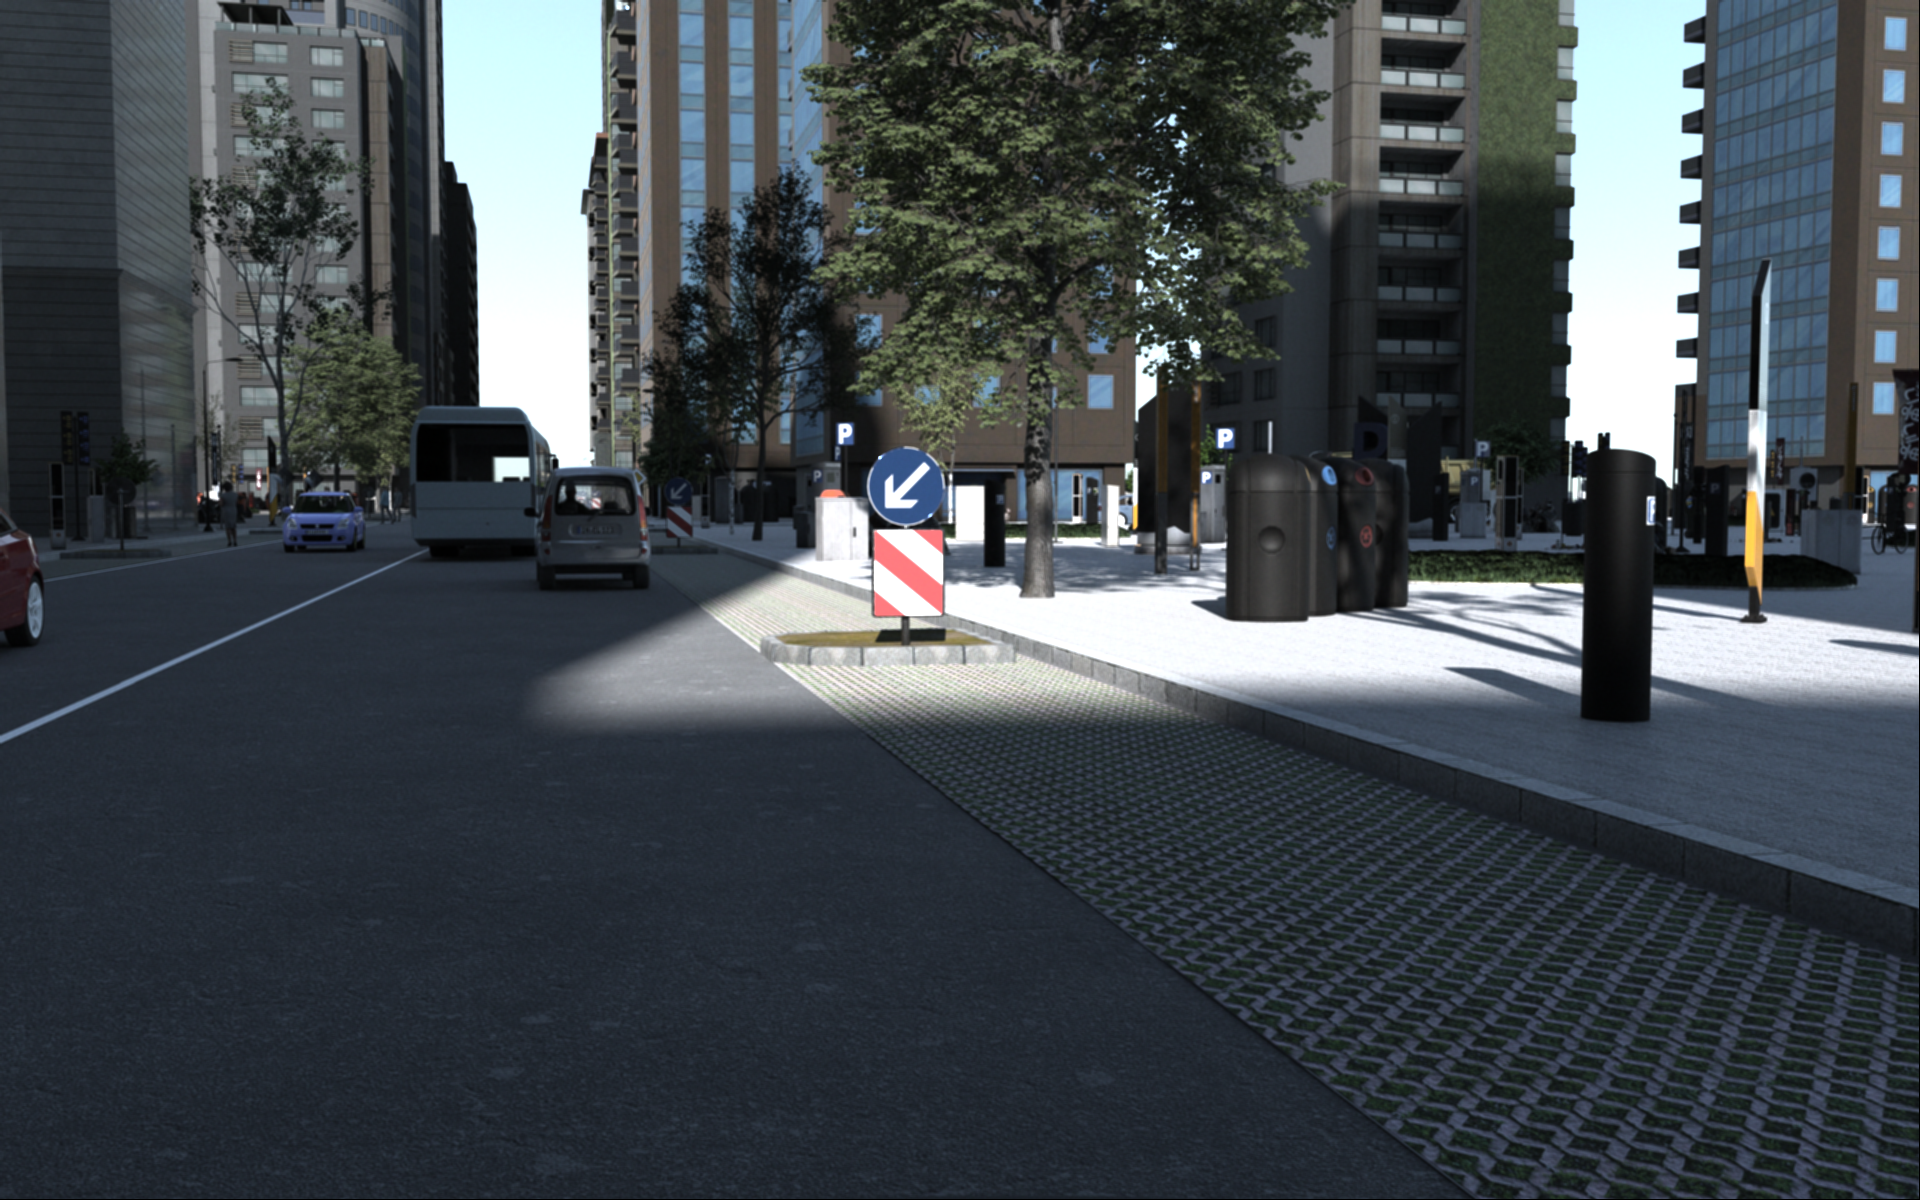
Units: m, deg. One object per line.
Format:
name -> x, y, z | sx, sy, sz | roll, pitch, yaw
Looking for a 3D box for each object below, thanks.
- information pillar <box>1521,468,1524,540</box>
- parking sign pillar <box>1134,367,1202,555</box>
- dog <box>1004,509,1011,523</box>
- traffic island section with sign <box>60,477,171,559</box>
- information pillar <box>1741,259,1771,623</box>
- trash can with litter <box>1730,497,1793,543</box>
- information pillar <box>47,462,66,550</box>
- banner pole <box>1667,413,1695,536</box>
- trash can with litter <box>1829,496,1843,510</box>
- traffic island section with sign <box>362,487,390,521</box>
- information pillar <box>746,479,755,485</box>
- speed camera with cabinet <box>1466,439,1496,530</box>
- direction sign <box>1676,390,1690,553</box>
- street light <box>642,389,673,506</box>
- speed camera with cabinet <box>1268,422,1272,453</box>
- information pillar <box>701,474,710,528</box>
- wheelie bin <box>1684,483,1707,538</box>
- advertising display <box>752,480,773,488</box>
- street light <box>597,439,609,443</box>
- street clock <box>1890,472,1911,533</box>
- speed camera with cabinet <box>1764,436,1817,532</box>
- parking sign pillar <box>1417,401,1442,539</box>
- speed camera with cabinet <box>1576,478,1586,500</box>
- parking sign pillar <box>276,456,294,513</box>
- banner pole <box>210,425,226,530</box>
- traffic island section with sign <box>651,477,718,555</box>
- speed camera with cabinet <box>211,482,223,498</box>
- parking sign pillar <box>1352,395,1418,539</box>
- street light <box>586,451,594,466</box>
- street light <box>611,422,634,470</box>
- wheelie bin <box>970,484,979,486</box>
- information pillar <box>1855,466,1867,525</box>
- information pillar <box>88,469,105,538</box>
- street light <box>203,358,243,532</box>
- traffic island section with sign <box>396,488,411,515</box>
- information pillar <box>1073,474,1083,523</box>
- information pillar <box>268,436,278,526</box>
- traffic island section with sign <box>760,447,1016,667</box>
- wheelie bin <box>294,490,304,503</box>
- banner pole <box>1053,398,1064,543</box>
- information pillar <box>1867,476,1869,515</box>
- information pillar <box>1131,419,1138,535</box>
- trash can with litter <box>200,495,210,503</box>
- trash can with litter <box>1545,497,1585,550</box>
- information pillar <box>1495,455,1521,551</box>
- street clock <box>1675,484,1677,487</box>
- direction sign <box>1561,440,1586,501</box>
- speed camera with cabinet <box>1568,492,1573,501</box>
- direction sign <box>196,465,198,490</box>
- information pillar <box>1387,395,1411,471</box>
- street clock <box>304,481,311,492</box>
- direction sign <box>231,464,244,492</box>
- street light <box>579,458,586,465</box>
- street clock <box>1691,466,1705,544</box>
information pillar -> 15.513, -2.686, 48.404 | 0.304, 2.012, 0.304 | -1, 4, -16
parking sign pillar -> 4.468, -2.975, 37.119 | 1.447, 3.967, 1.447 | 3, 4, 36
dog -> 1.917, -3.466, 73.504 | 0.513, 0.831, 0.800 | 0, 3, 0
traffic island section with sign -> -18.931, -1.855, 38.963 | 1.989, 1.847, 2.006 | -1, 4, -13
information pillar -> 7.908, -1.579, 17.173 | 0.183, 3.616, 0.504 | 2, 4, 34
trash can with litter -> 21.294, -2.147, 46.161 | 1.678, 1.210, 2.233 | 2, 4, 33
information pillar -> -20.920, -2.179, 40.117 | 0.304, 2.012, 0.304 | -2, 4, -34
banner pole -> 22.256, -3.881, 53.471 | 0.401, 3.779, 0.863 | -2, 4, -35
trash can with litter -> 33.082, -3.375, 66.242 | 2.233, 1.210, 1.678 | 0, 4, 2
traffic island section with sign -> -31.456, -5.118, 92.299 | 1.989, 1.847, 2.006 | -1, 4, -13
information pillar -> -10.377, -4.981, 85.936 | 0.304, 2.012, 0.304 | 3, 5, 44
speed camera with cabinet -> 18.963, -4.106, 61.465 | 0.660, 3.252, 2.038 | -3, 4, -36
direction sign -> 15.855, -2.812, 37.974 | 0.379, 3.537, 0.876 | 2, 4, 27
street light -> -13.372, -6.384, 76.925 | 1.470, 5.913, 1.316 | -1, 4, -13
speed camera with cabinet -> 9.158, -3.232, 47.180 | 2.038, 3.252, 0.660 | 2, 4, 27
information pillar -> -9.539, -3.696, 64.918 | 0.304, 2.012, 0.304 | 0, 4, 1
wheelie bin -> 21.475, -2.589, 50.243 | 0.980, 1.594, 0.693 | -3, 5, -40
advertising display -> -9.318, -4.673, 81.619 | 0.974, 1.923, 0.123 | 0, 4, 2
street light -> -31.208, -11.009, 152.539 | 1.470, 5.913, 1.316 | -1, 4, -13
street clock -> 30.417, -3.143, 55.965 | 0.358, 2.002, 0.471 | -1, 4, -20
speed camera with cabinet -> 28.026, -3.951, 58.935 | 2.038, 3.252, 0.660 | 0, 4, -2
parking sign pillar -> 13.309, -3.778, 50.242 | 1.447, 3.967, 1.447 | -2, 4, -27
speed camera with cabinet -> 40.668, -7.247, 112.824 | 0.660, 3.252, 2.038 | 2, 4, 31
parking sign pillar -> -47.072, -8.071, 120.430 | 1.447, 3.967, 1.447 | -2, 4, -27
banner pole -> -26.697, -4.418, 62.251 | 0.401, 3.779, 0.863 | 0, 4, 3
traffic island section with sign -> -6.938, -2.026, 41.760 | 1.989, 1.847, 2.006 | -1, 4, -13
speed camera with cabinet -> -55.235, -8.222, 128.759 | 0.660, 3.252, 2.038 | -1, 4, -14
parking sign pillar -> 11.262, -3.568, 46.805 | 1.447, 3.967, 1.447 | -3, 5, -45
street light -> -39.283, -13.123, 187.100 | 1.470, 5.913, 1.316 | -1, 4, -13
street light -> -21.633, -8.512, 111.712 | 1.470, 5.913, 1.316 | -1, 4, -13
wheelie bin -> 0.435, -2.853, 54.555 | 0.693, 1.594, 0.980 | -1, 4, -22
information pillar -> 23.252, -2.478, 45.003 | 0.304, 2.012, 0.304 | 1, 4, 9
information pillar -> -25.332, -2.835, 50.839 | 0.304, 2.012, 0.304 | 3, 4, 38
street light -> -25.144, -5.294, 59.100 | 1.470, 5.913, 1.316 | -1, 4, -13
traffic island section with sign -> -37.659, -6.731, 118.678 | 1.989, 1.847, 2.006 | -1, 4, -13
information pillar -> 4.348, -3.639, 63.989 | 0.304, 2.012, 0.304 | 2, 4, 23
information pillar -> -27.704, -4.798, 69.797 | 0.183, 3.616, 0.504 | 1, 4, 8
traffic island section with sign -> -0.724, -0.407, 15.281 | 1.989, 1.847, 2.006 | -1, 4, -13
wheelie bin -> -48.562, -7.316, 127.522 | 0.980, 1.594, 0.693 | 0, 4, 8
banner pole -> 2.288, -3.383, 45.323 | 0.863, 3.779, 0.401 | 0, 4, 7
information pillar -> 37.681, -4.146, 72.283 | 0.304, 2.012, 0.304 | 0, 4, 7
information pillar -> 5.658, -3.864, 54.537 | 0.504, 3.616, 0.183 | -2, 4, -27
trash can with litter -> -45.767, -5.688, 104.055 | 2.233, 1.210, 1.678 | -1, 4, -23
trash can with litter -> 14.707, -1.789, 40.309 | 2.233, 1.210, 1.678 | 1, 4, 11
information pillar -> 10.418, -1.744, 33.010 | 0.304, 2.012, 0.304 | -1, 4, -10
street clock -> 47.564, -6.729, 114.595 | 0.471, 2.002, 0.358 | -1, 4, -22
direction sign -> 25.881, -4.973, 73.305 | 0.876, 3.537, 0.379 | 1, 4, 18
speed camera with cabinet -> 43.014, -7.958, 124.447 | 0.660, 3.252, 2.038 | -2, 4, -33
direction sign -> -54.648, -8.076, 124.044 | 0.379, 3.537, 0.876 | -1, 4, -21
information pillar -> 10.357, -3.044, 41.125 | 0.504, 3.616, 0.183 | -1, 4, -20
street clock -> -36.151, -5.588, 95.938 | 0.358, 2.002, 0.471 | -3, 5, -40
direction sign -> -54.821, -8.527, 131.410 | 0.876, 3.537, 0.379 | -1, 4, -20
street light -> -49.756, -15.837, 231.482 | 1.470, 5.913, 1.316 | -1, 4, -13
street clock -> 19.138, -2.466, 44.893 | 0.358, 2.002, 0.471 | 2, 4, 29
